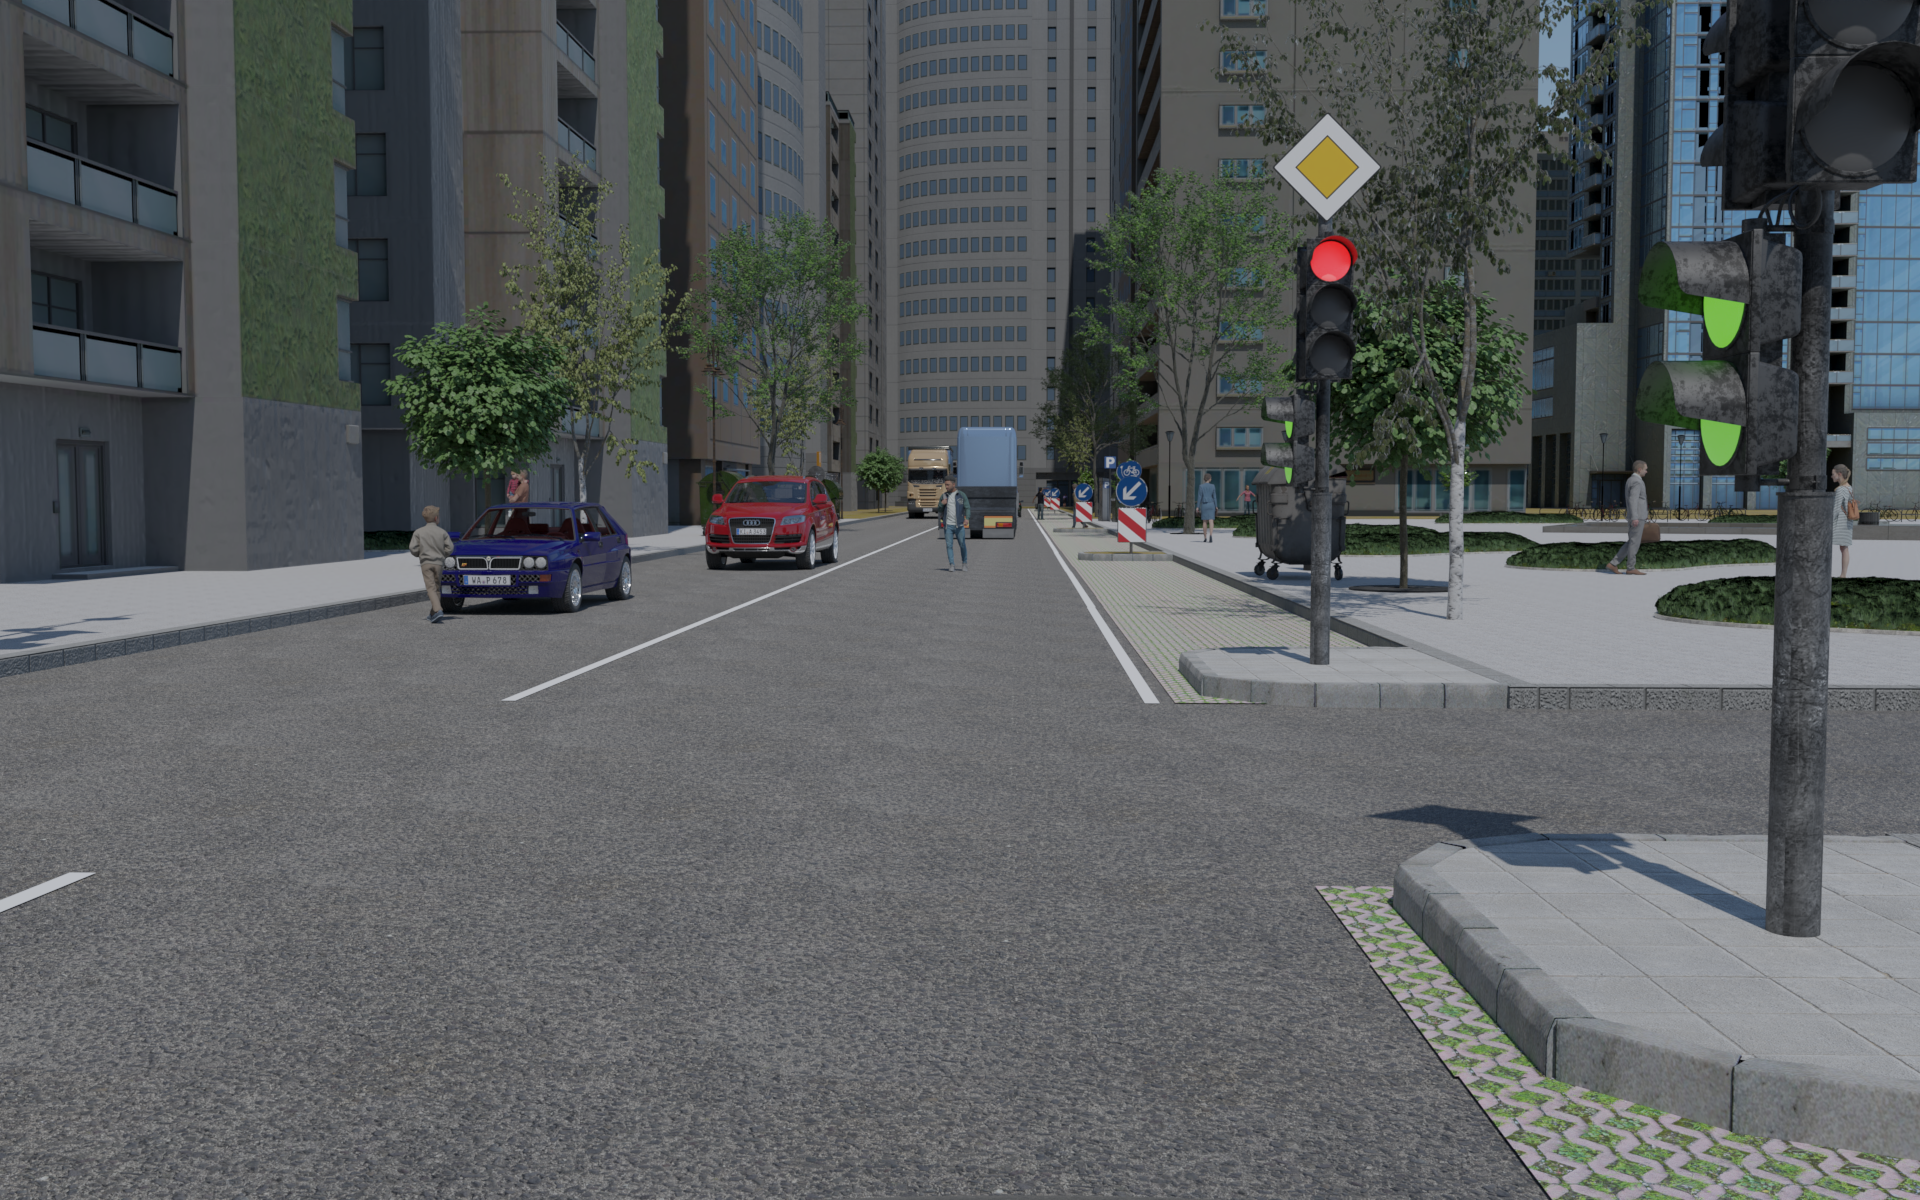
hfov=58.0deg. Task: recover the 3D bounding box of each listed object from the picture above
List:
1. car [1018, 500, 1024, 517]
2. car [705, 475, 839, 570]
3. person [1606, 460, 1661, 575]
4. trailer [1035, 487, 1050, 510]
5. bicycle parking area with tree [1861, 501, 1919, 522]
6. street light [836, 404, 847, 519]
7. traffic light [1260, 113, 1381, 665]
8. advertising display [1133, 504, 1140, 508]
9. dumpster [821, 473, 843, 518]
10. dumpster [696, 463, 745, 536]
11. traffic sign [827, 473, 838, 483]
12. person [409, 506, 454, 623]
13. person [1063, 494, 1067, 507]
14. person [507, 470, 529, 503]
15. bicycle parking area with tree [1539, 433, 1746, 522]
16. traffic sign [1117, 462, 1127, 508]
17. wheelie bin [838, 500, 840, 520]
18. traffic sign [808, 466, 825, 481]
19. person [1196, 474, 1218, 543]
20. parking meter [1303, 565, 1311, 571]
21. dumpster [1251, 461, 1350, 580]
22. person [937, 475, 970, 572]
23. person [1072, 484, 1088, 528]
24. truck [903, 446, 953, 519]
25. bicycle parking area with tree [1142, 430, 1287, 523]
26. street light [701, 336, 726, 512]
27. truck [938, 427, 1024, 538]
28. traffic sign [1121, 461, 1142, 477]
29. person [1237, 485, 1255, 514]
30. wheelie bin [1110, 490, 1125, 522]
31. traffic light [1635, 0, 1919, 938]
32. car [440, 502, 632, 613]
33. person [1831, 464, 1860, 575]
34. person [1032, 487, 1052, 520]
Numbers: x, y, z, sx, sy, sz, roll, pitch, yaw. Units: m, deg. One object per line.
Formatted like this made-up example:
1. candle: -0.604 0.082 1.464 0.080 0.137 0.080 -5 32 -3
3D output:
1. car: 2.947 -5.969 107.379 2.009 1.686 4.222 0 4 1
2. car: -3.676 -1.584 34.565 2.281 1.827 5.304 0 4 4
3. person: 10.721 -1.302 27.459 0.853 1.813 0.709 1 4 8
4. trailer: 7.073 -8.494 145.925 1.471 1.999 3.904 0 4 3
5. bicycle parking area with tree: 45.932 -5.529 77.398 9.016 4.147 8.231 1 4 10
6. street light: -5.996 -7.034 87.790 0.468 5.910 1.993 0 4 2
7. traffic light: 2.694 -1.469 12.947 0.839 4.253 0.868 0 4 2
8. advertising display: 7.339 -4.088 72.058 0.123 1.923 0.974 1 4 18
9. dumpster: -6.325 -4.829 81.444 1.502 2.255 1.985 0 4 2
10. dumpster: -7.268 -3.113 53.393 1.502 2.255 1.985 0 4 2
11. traffic sign: -6.151 -4.966 83.320 0.606 2.300 0.079 0 4 4
12. person: -5.895 -0.399 19.299 0.475 1.303 0.640 -3 4 -37
13. person: 10.286 -9.657 169.622 0.421 1.427 0.697 1 4 17
14. person: -9.653 -1.954 37.967 0.580 1.828 0.573 2 4 24
15. bicycle parking area with tree: 32.639 -5.849 82.627 8.231 4.147 9.016 -1 4 -14
16. traffic sign: 6.630 -4.220 69.106 0.768 2.556 0.104 1 4 11
17. wheelie bin: -6.191 -4.732 85.274 0.693 1.594 0.980 0 4 -4
18. traffic sign: -6.463 -4.761 77.948 0.768 2.556 0.104 0 4 2
19. person: 6.527 -2.427 45.746 0.581 1.822 0.654 1 4 10
20. parking meter: 5.946 -1.259 29.000 0.372 1.533 0.369 0 3 0
21. dumpster: 5.193 -1.265 26.438 1.264 1.857 1.865 0 4 2
22. person: -0.116 -1.417 32.010 0.623 1.781 0.721 0 4 1
23. person: 4.562 -3.590 67.112 0.836 1.842 0.656 -1 4 -9
24. truck: -1.753 -7.010 103.533 2.839 4.237 11.283 0 4 1
25. bicycle parking area with tree: 12.161 -5.601 78.582 8.231 4.147 9.016 1 4 21
26. street light: -7.194 -4.763 50.669 0.468 5.910 1.993 0 4 2
27. truck: 0.862 -4.526 63.752 2.967 4.110 18.799 0 4 2
28. traffic sign: 6.539 -4.033 66.043 0.768 2.556 0.104 1 4 11
29. person: 14.880 -5.063 89.546 1.217 1.743 0.721 0 4 -7
30. wheelie bin: 7.235 -4.323 78.596 0.693 1.594 0.980 -1 4 -16
31. traffic light: 2.424 -0.981 4.966 0.839 4.253 0.868 0 4 2
32. car: -5.421 -0.585 22.148 1.945 1.354 3.894 0 4 3
33. person: 12.490 -1.073 24.588 0.522 1.701 0.512 3 5 43
34. person: 4.452 -5.301 95.179 1.348 1.822 0.705 3 5 43
